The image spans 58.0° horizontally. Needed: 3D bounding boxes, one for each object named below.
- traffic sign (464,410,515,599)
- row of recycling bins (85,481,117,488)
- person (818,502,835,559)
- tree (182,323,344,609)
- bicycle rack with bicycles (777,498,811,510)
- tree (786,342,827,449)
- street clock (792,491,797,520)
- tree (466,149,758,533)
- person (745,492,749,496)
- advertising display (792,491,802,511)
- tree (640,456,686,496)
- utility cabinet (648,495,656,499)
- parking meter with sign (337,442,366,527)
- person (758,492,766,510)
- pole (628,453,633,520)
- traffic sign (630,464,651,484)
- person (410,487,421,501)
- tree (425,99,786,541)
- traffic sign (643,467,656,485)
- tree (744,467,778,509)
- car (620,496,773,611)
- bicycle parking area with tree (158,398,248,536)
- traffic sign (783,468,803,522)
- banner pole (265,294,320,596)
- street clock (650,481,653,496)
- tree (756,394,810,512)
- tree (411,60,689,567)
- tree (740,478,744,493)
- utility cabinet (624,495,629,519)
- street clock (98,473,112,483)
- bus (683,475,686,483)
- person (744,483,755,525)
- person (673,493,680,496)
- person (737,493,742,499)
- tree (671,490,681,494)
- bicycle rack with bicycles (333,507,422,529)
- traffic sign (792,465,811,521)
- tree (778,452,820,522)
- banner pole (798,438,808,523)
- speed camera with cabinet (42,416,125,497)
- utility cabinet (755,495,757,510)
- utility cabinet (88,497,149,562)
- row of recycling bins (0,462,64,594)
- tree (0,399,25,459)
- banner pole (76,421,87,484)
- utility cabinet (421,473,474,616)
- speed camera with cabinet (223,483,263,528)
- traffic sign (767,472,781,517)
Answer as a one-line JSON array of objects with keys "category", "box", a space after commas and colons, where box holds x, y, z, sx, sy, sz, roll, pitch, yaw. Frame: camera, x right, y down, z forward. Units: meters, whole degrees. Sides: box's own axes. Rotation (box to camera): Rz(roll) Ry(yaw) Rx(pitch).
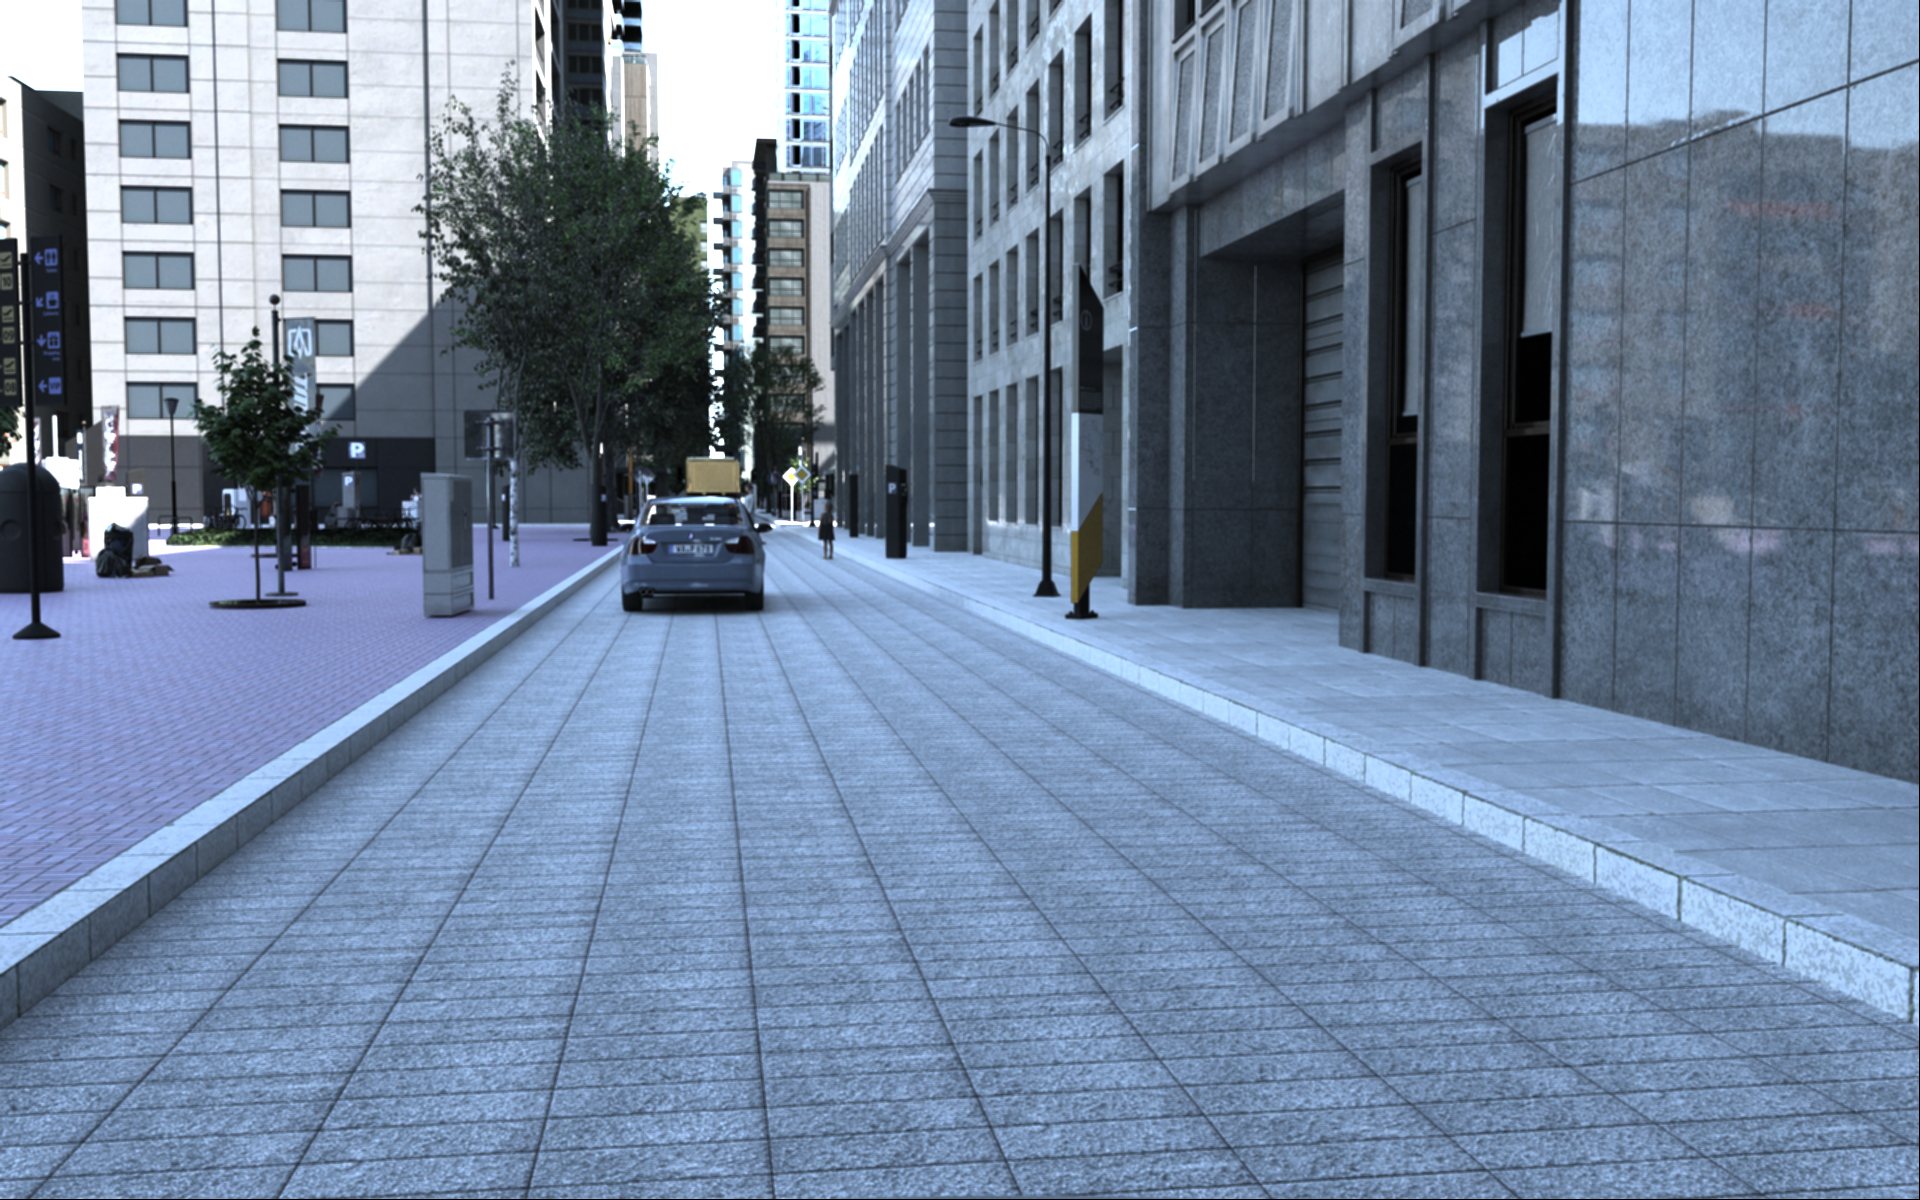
[{"category": "traffic sign", "box": [-5.726, -1.160, 21.101, 0.606, 2.300, 0.079, 0, 4, -1]}, {"category": "row of recycling bins", "box": [-29.250, -3.039, 56.803, 3.534, 1.692, 1.069, 1, 4, 8]}, {"category": "person", "box": [-2.941, -1.521, 38.033, 0.362, 1.253, 0.373, -2, 4, -27]}, {"category": "tree", "box": [-7.912, -1.541, 19.791, 1.663, 3.219, 1.824, 0, 3, 0]}, {"category": "bicycle rack with bicycles", "box": [-13.048, -7.522, 136.366, 2.925, 0.926, 2.852, -2, 4, -29]}, {"category": "tree", "box": [-12.612, -11.562, 114.788, 9.928, 11.665, 9.643, 0, 3, 0]}, {"category": "street clock", "box": [-8.150, -4.920, 85.008, 0.471, 2.002, 0.358, -1, 4, -11]}, {"category": "tree", "box": [-11.786, -8.626, 58.050, 9.611, 12.733, 9.660, 0, 3, 0]}, {"category": "person", "box": [-20.809, -9.957, 169.759, 0.541, 1.710, 0.530, 2, 4, 28]}, {"category": "advertising display", "box": [-12.284, -7.722, 131.472, 0.974, 1.923, 0.123, -2, 4, -25]}, {"category": "tree", "box": [-25.384, -9.825, 144.359, 4.285, 4.588, 4.351, 0, 3, 0]}, {"category": "utility cabinet", "box": [-14.492, -4.298, 81.442, 0.306, 1.237, 1.020, 0, 4, -5]}, {"category": "parking meter with sign", "box": [-20.149, -3.733, 57.294, 0.543, 3.016, 1.738, 0, 4, -3]}, {"category": "person", "box": [-16.282, -8.400, 143.152, 0.659, 1.850, 0.755, 2, 4, 35]}, {"category": "pole", "box": [-16.120, -5.559, 84.735, 0.158, 3.312, 0.155, 0, 3, 0]}, {"category": "traffic sign", "box": [-12.418, -3.975, 67.189, 0.795, 2.593, 0.064, -1, 4, -8]}, {"category": "person", "box": [-21.678, -3.660, 69.178, 0.563, 1.720, 0.643, 0, 4, -2]}, {"category": "tree", "box": [-10.114, -7.424, 47.142, 9.928, 11.665, 9.643, 0, 3, 0]}, {"category": "traffic sign", "box": [-13.585, -4.459, 75.088, 0.795, 2.593, 0.064, -1, 4, -8]}, {"category": "tree", "box": [-13.745, -7.775, 121.718, 1.663, 3.219, 1.824, 0, 3, 0]}, {"category": "car", "box": [-3.445, -0.647, 22.585, 2.014, 1.417, 4.499, 0, 4, -7]}, {"category": "bicycle parking area with tree", "box": [-26.158, -3.963, 51.800, 8.231, 4.147, 9.016, 0, 4, 7]}, {"category": "traffic sign", "box": [-7.355, -4.513, 75.985, 0.795, 2.593, 0.064, -1, 4, -8]}, {"category": "banner pole", "box": [-8.380, -1.940, 21.737, 0.863, 3.779, 0.401, 1, 4, 22]}, {"category": "street clock", "box": [-17.403, -5.730, 98.249, 0.358, 2.002, 0.471, -1, 4, -10]}, {"category": "tree", "box": [-13.305, -10.761, 126.302, 4.737, 8.622, 4.395, 0, 3, 0]}, {"category": "tree", "box": [-7.711, -4.905, 30.558, 4.360, 8.622, 3.978, 0, 3, 0]}, {"category": "tree", "box": [-21.453, -11.005, 174.538, 1.663, 3.219, 1.824, 0, 3, 0]}, {"category": "utility cabinet", "box": [-17.067, -4.754, 88.888, 0.306, 1.237, 1.020, -1, 4, -8]}, {"category": "street clock", "box": [-29.047, -3.322, 58.879, 0.358, 2.002, 0.471, 0, 4, 2]}, {"category": "bus", "box": [-21.358, -9.280, 143.273, 2.896, 3.916, 12.252, -1, 4, -10]}, {"category": "person", "box": [-5.864, -2.392, 48.360, 0.466, 1.731, 0.760, 2, 4, 26]}, {"category": "person", "box": [-36.521, -13.221, 222.997, 0.721, 1.735, 1.217, 3, 4, 36]}, {"category": "person", "box": [-28.669, -13.371, 225.367, 0.721, 1.736, 1.217, -2, 4, -31]}, {"category": "tree", "box": [-34.558, -13.270, 211.565, 1.663, 3.219, 1.824, 0, 3, 0]}, {"category": "bicycle rack with bicycles", "box": [-15.942, -2.132, 48.235, 2.852, 0.926, 2.925, 3, 5, 42]}, {"category": "traffic sign", "box": [-6.188, -4.030, 68.085, 0.795, 2.593, 0.064, -1, 4, -8]}, {"category": "tree", "box": [-7.221, -5.152, 78.829, 1.663, 3.219, 1.824, 0, 3, 0]}, {"category": "banner pole", "box": [-7.017, -5.294, 76.575, 0.401, 3.779, 0.863, 1, 4, 11]}, {"category": "speed camera with cabinet", "box": [-22.157, -3.035, 43.960, 2.038, 3.252, 0.660, 0, 4, 2]}, {"category": "utility cabinet", "box": [-16.338, -7.717, 137.341, 0.306, 1.237, 1.020, 0, 4, 3]}, {"category": "utility cabinet", "box": [-16.095, -1.344, 33.133, 1.020, 1.237, 0.306, -2, 4, -30]}, {"category": "row of recycling bins", "box": [-13.412, -0.990, 23.301, 3.534, 1.692, 1.069, 2, 4, 29]}, {"category": "tree", "box": [-17.330, -2.766, 28.932, 4.285, 4.588, 4.351, 0, 3, 0]}, {"category": "banner pole", "box": [-30.026, -4.236, 59.282, 0.401, 3.779, 0.863, 0, 4, -6]}, {"category": "utility cabinet", "box": [-5.451, -0.601, 18.500, 0.318, 1.500, 1.173, 0, 4, -5]}, {"category": "speed camera with cabinet", "box": [-23.762, -3.853, 57.327, 0.660, 3.252, 2.038, -3, 5, -43]}, {"category": "traffic sign", "box": [-10.516, -5.988, 98.003, 0.768, 2.556, 0.104, 0, 4, -1]}]
